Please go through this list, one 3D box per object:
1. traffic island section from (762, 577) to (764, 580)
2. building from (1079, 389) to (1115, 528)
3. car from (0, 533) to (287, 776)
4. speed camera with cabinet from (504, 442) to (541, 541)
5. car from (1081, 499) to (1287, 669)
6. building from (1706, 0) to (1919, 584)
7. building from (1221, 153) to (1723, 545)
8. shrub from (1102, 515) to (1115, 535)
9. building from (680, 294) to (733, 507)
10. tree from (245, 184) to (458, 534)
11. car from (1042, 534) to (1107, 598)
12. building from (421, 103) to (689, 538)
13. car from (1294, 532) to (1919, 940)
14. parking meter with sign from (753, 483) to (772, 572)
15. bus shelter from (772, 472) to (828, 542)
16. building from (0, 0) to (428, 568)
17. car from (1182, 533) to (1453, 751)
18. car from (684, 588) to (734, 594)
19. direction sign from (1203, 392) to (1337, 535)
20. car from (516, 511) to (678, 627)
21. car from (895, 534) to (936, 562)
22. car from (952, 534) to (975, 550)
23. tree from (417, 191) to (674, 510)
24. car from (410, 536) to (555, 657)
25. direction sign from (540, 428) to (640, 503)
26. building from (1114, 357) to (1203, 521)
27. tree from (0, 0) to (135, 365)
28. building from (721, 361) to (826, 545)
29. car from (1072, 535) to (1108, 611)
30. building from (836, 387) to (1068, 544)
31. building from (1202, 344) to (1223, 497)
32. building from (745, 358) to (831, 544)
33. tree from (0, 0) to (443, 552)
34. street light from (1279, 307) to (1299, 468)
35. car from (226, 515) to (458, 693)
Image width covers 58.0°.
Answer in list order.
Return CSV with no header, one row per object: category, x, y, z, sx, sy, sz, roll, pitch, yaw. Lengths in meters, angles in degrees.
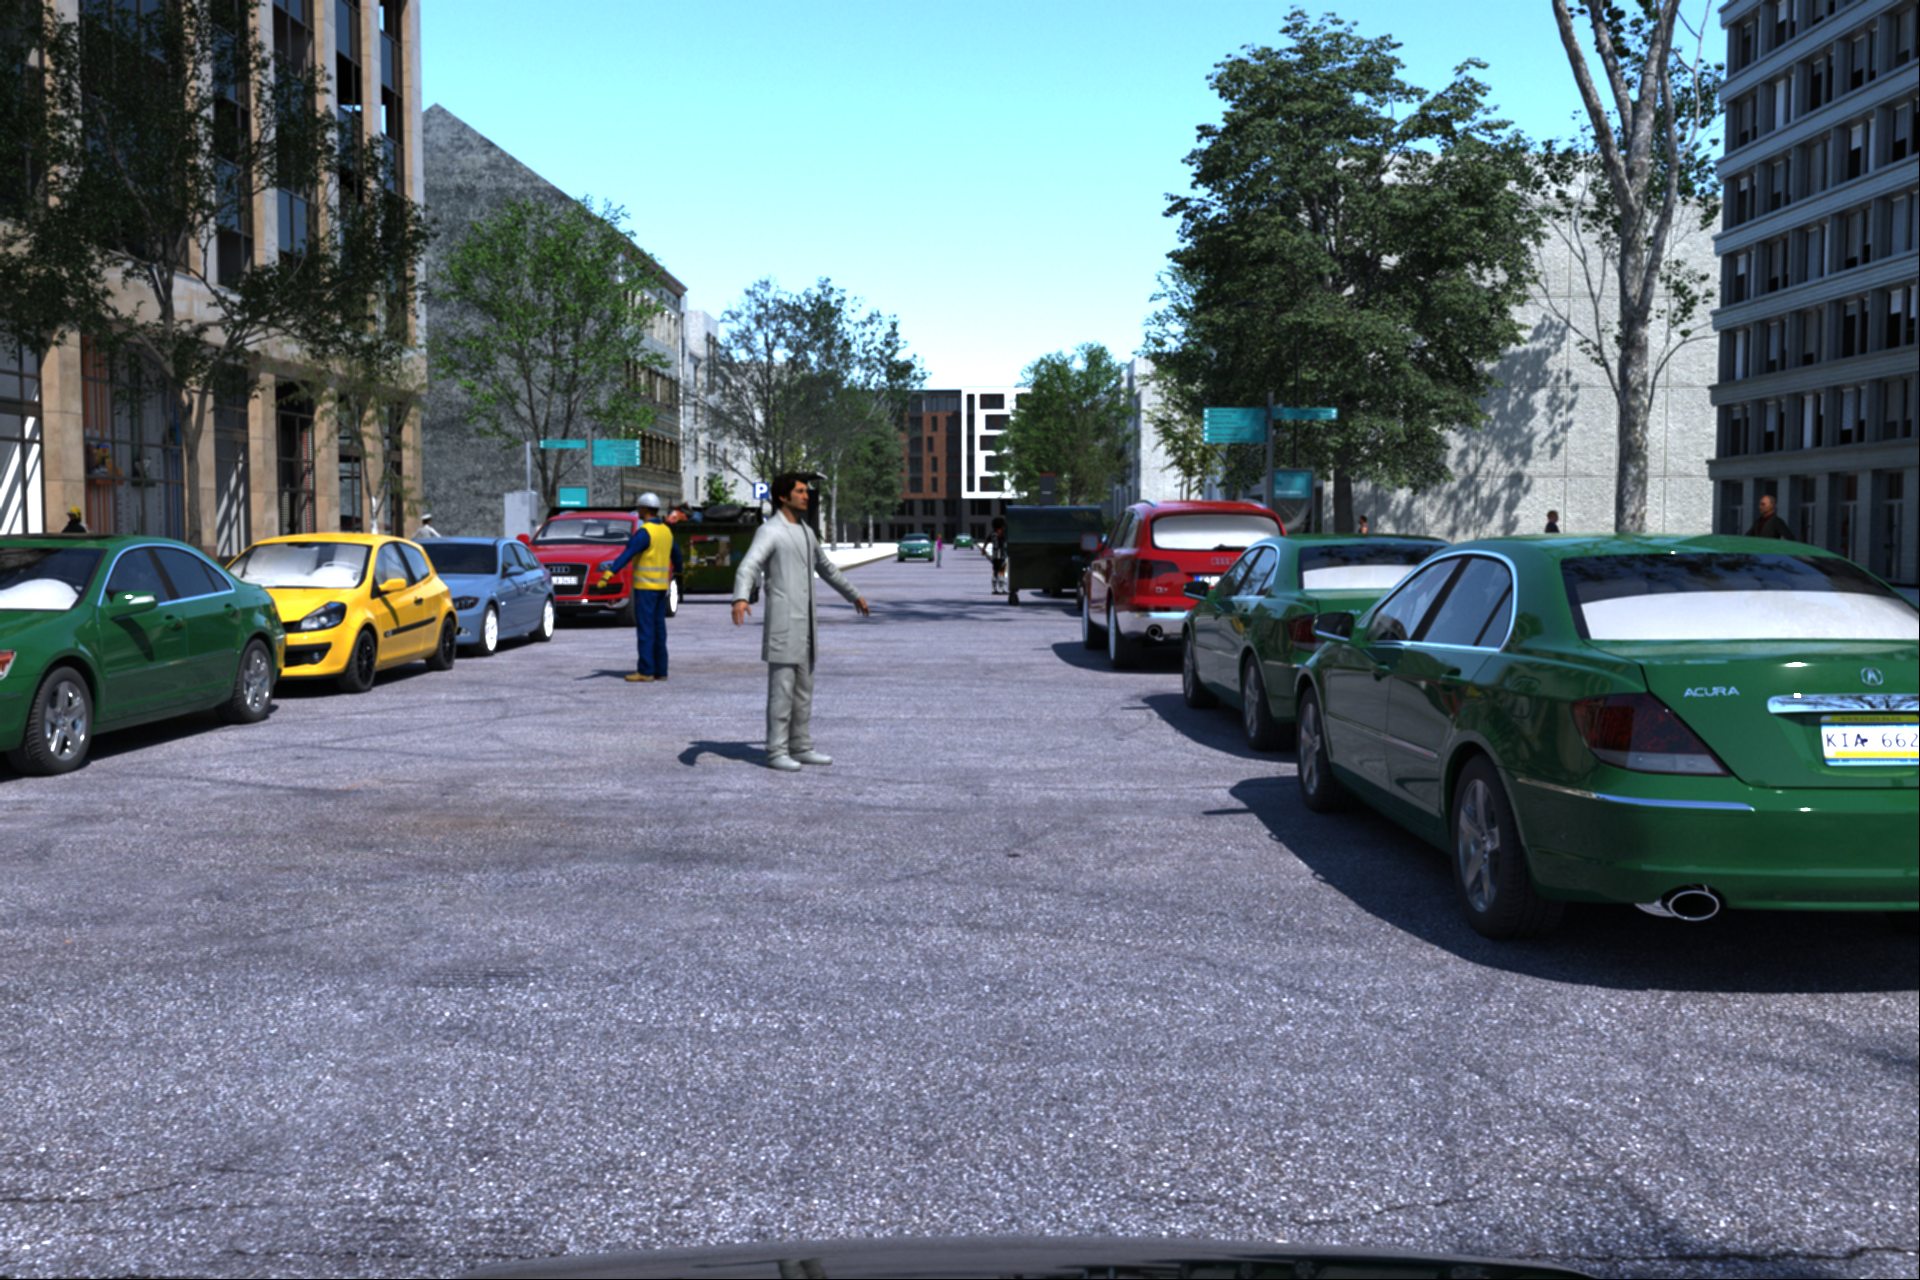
traffic island section,-6.379,-1.972,55.111,1.991,0.108,1.994,0,4,0
building,24.190,-24.289,228.050,19.493,23.208,18.063,0,3,0
car,-6.233,0.001,11.780,2.131,1.459,4.920,0,3,0
speed camera with cabinet,-9.448,-2.662,37.860,0.660,3.252,2.038,0,4,-1
car,2.586,-0.689,19.939,2.281,1.827,5.304,0,4,-1
building,26.412,-12.023,43.256,8.464,21.280,15.925,0,4,1
building,24.108,-13.628,89.269,16.747,18.905,31.486,0,4,1
shrub,6.320,-4.211,72.892,1.661,2.075,1.752,0,3,0
building,-28.508,-16.523,136.610,16.747,18.905,31.486,0,4,0
tree,-12.242,-5.266,36.468,4.360,8.622,3.978,0,3,0
car,2.928,-1.758,40.542,2.131,1.459,4.920,0,4,-1
building,-26.544,-16.325,97.849,19.493,23.208,18.063,0,4,1
car,2.728,0.259,7.558,2.131,1.459,4.920,0,4,-1
parking meter with sign,-6.725,-3.884,59.766,0.543,3.016,1.738,0,4,2
bus shelter,-6.290,-4.725,68.543,1.731,3.624,6.357,0,4,0
building,-31.709,-17.231,47.957,22.709,31.103,35.509,0,4,1
car,2.806,-0.066,12.882,2.131,1.459,4.920,0,4,-1
car,-6.226,-1.993,42.812,2.015,1.641,3.980,0,3,0
direction sign,5.843,-2.654,32.159,2.525,3.948,1.411,0,4,0
car,-5.946,-1.205,28.369,2.281,1.827,5.304,0,4,1
car,-2.269,-4.785,90.034,2.131,1.459,4.920,0,4,1
car,0.338,-9.045,159.689,2.131,1.459,4.920,0,3,0
tree,-12.640,-7.800,53.287,9.928,11.665,9.643,0,3,0
car,-6.337,-0.598,21.781,2.014,1.417,4.499,0,4,0
direction sign,-9.324,-3.396,44.281,2.525,3.948,1.411,0,4,0
building,25.817,-19.261,181.377,16.747,18.905,31.486,0,4,1
tree,-12.304,-5.087,17.580,7.601,10.594,8.767,-2,4,-26
building,-24.424,-19.976,193.061,16.747,18.905,31.486,0,4,-1
car,3.060,-1.308,31.178,2.009,1.686,4.222,0,4,-1
building,-0.749,-24.884,253.279,32.646,21.610,27.936,0,4,5
building,23.624,-16.798,131.065,16.016,20.090,11.380,0,4,1
building,-26.451,-24.154,225.846,19.493,23.208,18.063,0,4,1
tree,-11.925,-5.680,27.284,8.767,10.594,7.601,1,4,11
street light,7.250,-3.796,34.614,1.470,5.913,1.316,0,3,0
car,-6.200,-0.402,16.800,2.015,1.641,3.980,0,4,0
